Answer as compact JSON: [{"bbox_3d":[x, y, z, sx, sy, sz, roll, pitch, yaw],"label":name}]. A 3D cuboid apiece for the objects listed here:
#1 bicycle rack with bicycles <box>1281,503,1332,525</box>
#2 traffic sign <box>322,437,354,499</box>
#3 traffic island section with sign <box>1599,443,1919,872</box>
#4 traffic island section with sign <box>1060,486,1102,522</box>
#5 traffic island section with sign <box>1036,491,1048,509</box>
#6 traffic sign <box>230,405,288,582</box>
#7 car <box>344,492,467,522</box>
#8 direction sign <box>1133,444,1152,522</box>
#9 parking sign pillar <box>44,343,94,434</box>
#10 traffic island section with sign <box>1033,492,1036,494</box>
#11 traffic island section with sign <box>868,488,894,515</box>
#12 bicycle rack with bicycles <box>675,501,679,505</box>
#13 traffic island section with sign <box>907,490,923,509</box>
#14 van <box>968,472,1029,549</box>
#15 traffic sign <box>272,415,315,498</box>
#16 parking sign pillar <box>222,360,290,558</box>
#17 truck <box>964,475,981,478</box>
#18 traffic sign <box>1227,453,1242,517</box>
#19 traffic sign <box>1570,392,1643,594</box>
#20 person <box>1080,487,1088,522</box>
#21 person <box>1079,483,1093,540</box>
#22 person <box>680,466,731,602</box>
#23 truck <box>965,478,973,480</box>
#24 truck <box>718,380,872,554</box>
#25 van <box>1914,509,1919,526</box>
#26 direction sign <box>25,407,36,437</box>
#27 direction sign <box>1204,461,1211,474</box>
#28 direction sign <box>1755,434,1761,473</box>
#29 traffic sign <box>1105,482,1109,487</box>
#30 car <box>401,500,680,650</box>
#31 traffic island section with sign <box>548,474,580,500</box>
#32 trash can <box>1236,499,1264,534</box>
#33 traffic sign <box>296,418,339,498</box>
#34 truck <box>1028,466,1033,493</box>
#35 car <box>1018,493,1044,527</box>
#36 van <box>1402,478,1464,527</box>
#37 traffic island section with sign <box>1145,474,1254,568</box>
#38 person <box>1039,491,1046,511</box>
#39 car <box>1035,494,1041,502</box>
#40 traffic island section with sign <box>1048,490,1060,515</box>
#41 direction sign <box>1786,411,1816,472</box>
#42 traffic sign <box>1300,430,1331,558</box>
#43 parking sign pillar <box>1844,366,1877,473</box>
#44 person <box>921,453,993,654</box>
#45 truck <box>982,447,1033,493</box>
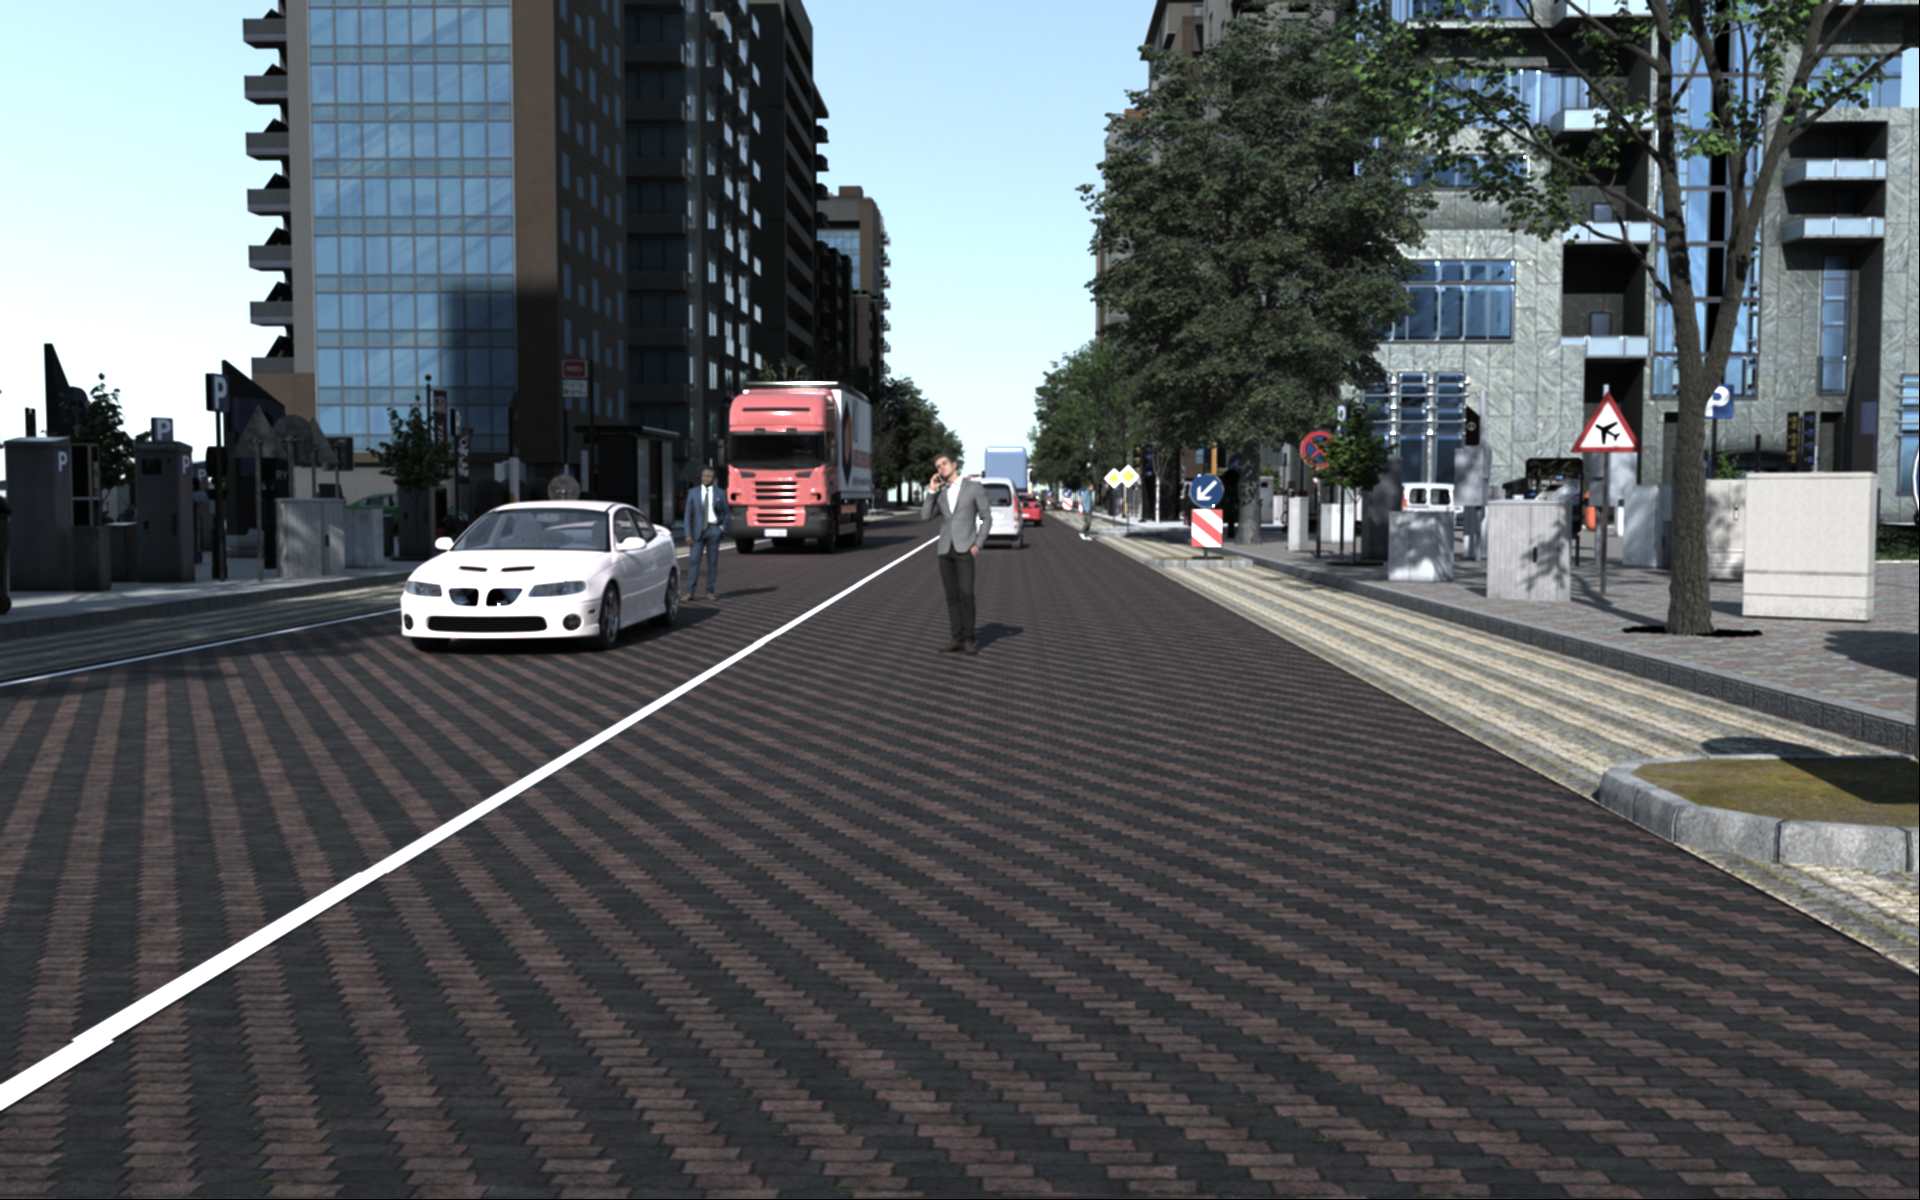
[{"bbox_3d":[14.141,-3.359,68.298,2.925,0.926,2.852,0,4,6],"label":"bicycle rack with bicycles"},{"bbox_3d":[-11.206,-1.778,31.195,0.606,2.300,0.079,0,4,8],"label":"traffic sign"},{"bbox_3d":[3.919,0.072,7.453,1.989,1.847,2.006,0,4,2],"label":"traffic island section with sign"},{"bbox_3d":[6.292,-4.928,89.204,1.989,1.847,2.006,0,4,2],"label":"traffic island section with sign"},{"bbox_3d":[8.537,-9.632,166.104,1.989,1.847,2.006,0,4,2],"label":"traffic island section with sign"},{"bbox_3d":[-10.245,-1.547,25.294,0.884,2.594,0.081,0,4,7],"label":"traffic sign"},{"bbox_3d":[-20.578,-3.387,64.180,4.718,1.807,1.959,0,4,2],"label":"car"},{"bbox_3d":[8.338,-5.327,79.094,0.876,3.537,0.379,1,4,10],"label":"direction sign"},{"bbox_3d":[-16.296,-2.644,31.700,1.447,3.967,1.447,-1,4,-13],"label":"parking sign pillar"},{"bbox_3d":[9.332,-11.280,193.047,1.989,1.847,2.006,0,4,2],"label":"traffic island section with sign"},{"bbox_3d":[-5.510,-6.639,117.175,1.989,1.847,2.006,0,4,2],"label":"traffic island section with sign"},{"bbox_3d":[-14.099,-4.658,89.537,2.852,0.926,2.925,-1,4,-16],"label":"bicycle rack with bicycles"},{"bbox_3d":[-4.072,-9.649,166.384,1.989,1.847,2.006,0,4,2],"label":"traffic island section with sign"},{"bbox_3d":[0.844,-2.406,46.356,2.013,2.044,4.112,0,4,3],"label":"van"},{"bbox_3d":[-10.769,-1.702,27.936,0.768,2.556,0.104,0,4,5],"label":"traffic sign"},{"bbox_3d":[-14.283,-2.864,35.295,1.447,3.967,1.447,3,4,36],"label":"parking sign pillar"},{"bbox_3d":[1.794,-16.043,251.215,2.839,4.237,11.283,0,4,1],"label":"truck"},{"bbox_3d":[8.634,-3.266,53.499,0.768,2.556,0.104,0,4,3],"label":"traffic sign"},{"bbox_3d":[8.255,-1.355,22.160,0.884,2.594,0.081,1,4,9],"label":"traffic sign"},{"bbox_3d":[6.354,-4.812,87.269,0.391,1.810,0.635,2,4,34],"label":"person"},{"bbox_3d":[3.953,-2.759,53.951,0.444,1.785,0.601,2,4,34],"label":"person"},{"bbox_3d":[-3.436,-0.893,23.278,0.721,1.800,0.419,-1,4,-16],"label":"person"},{"bbox_3d":[1.258,-12.924,207.225,3.469,3.379,9.791,0,4,1],"label":"truck"},{"bbox_3d":[-4.047,-3.436,45.092,2.839,4.237,11.283,0,4,3],"label":"truck"},{"bbox_3d":[37.460,-3.568,62.718,5.245,2.365,2.240,0,4,1],"label":"van"},{"bbox_3d":[-24.452,-3.282,45.656,0.379,3.537,0.876,-1,4,-14],"label":"direction sign"},{"bbox_3d":[16.948,-7.744,118.606,0.379,3.537,0.876,3,5,40],"label":"direction sign"},{"bbox_3d":[30.423,-4.533,66.118,0.379,3.537,0.876,1,4,15],"label":"direction sign"},{"bbox_3d":[11.921,-8.416,137.608,0.884,2.594,0.081,1,4,10],"label":"traffic sign"},{"bbox_3d":[-4.069,-0.312,17.456,2.083,1.381,4.827,0,4,2],"label":"car"},{"bbox_3d":[-7.932,-1.571,34.322,1.989,1.847,2.006,0,4,2],"label":"traffic island section with sign"},{"bbox_3d":[7.913,-2.182,47.328,0.748,1.137,0.748,0,3,0],"label":"trash can"},{"bbox_3d":[-10.985,-1.802,29.471,0.884,2.594,0.081,1,4,10],"label":"traffic sign"},{"bbox_3d":[6.145,-11.688,180.008,2.839,4.237,11.283,0,4,0],"label":"truck"},{"bbox_3d":[2.717,-4.176,77.325,2.155,1.783,4.494,0,3,0],"label":"car"},{"bbox_3d":[17.826,-3.400,62.604,4.112,2.044,2.013,0,4,2],"label":"van"},{"bbox_3d":[4.703,-1.576,34.397,1.989,1.847,2.006,0,4,2],"label":"traffic island section with sign"},{"bbox_3d":[7.105,-8.518,148.493,0.721,1.735,1.217,-2,4,-24],"label":"person"},{"bbox_3d":[10.853,-14.171,240.484,1.959,1.807,4.718,0,4,3],"label":"car"},{"bbox_3d":[7.111,-6.623,116.907,1.989,1.847,2.006,0,4,2],"label":"traffic island section with sign"},{"bbox_3d":[23.140,-3.409,47.729,0.379,3.537,0.876,-2,4,-24],"label":"direction sign"},{"bbox_3d":[7.182,-2.112,34.641,0.768,2.556,0.104,1,4,11],"label":"traffic sign"},{"bbox_3d":[19.200,-2.969,37.008,1.447,3.967,1.447,1,4,21],"label":"parking sign pillar"},{"bbox_3d":[-0.028,-0.427,15.664,0.592,1.802,0.473,3,5,43],"label":"person"},{"bbox_3d":[2.243,-6.269,92.264,2.967,4.110,18.799,0,4,3],"label":"truck"}]
